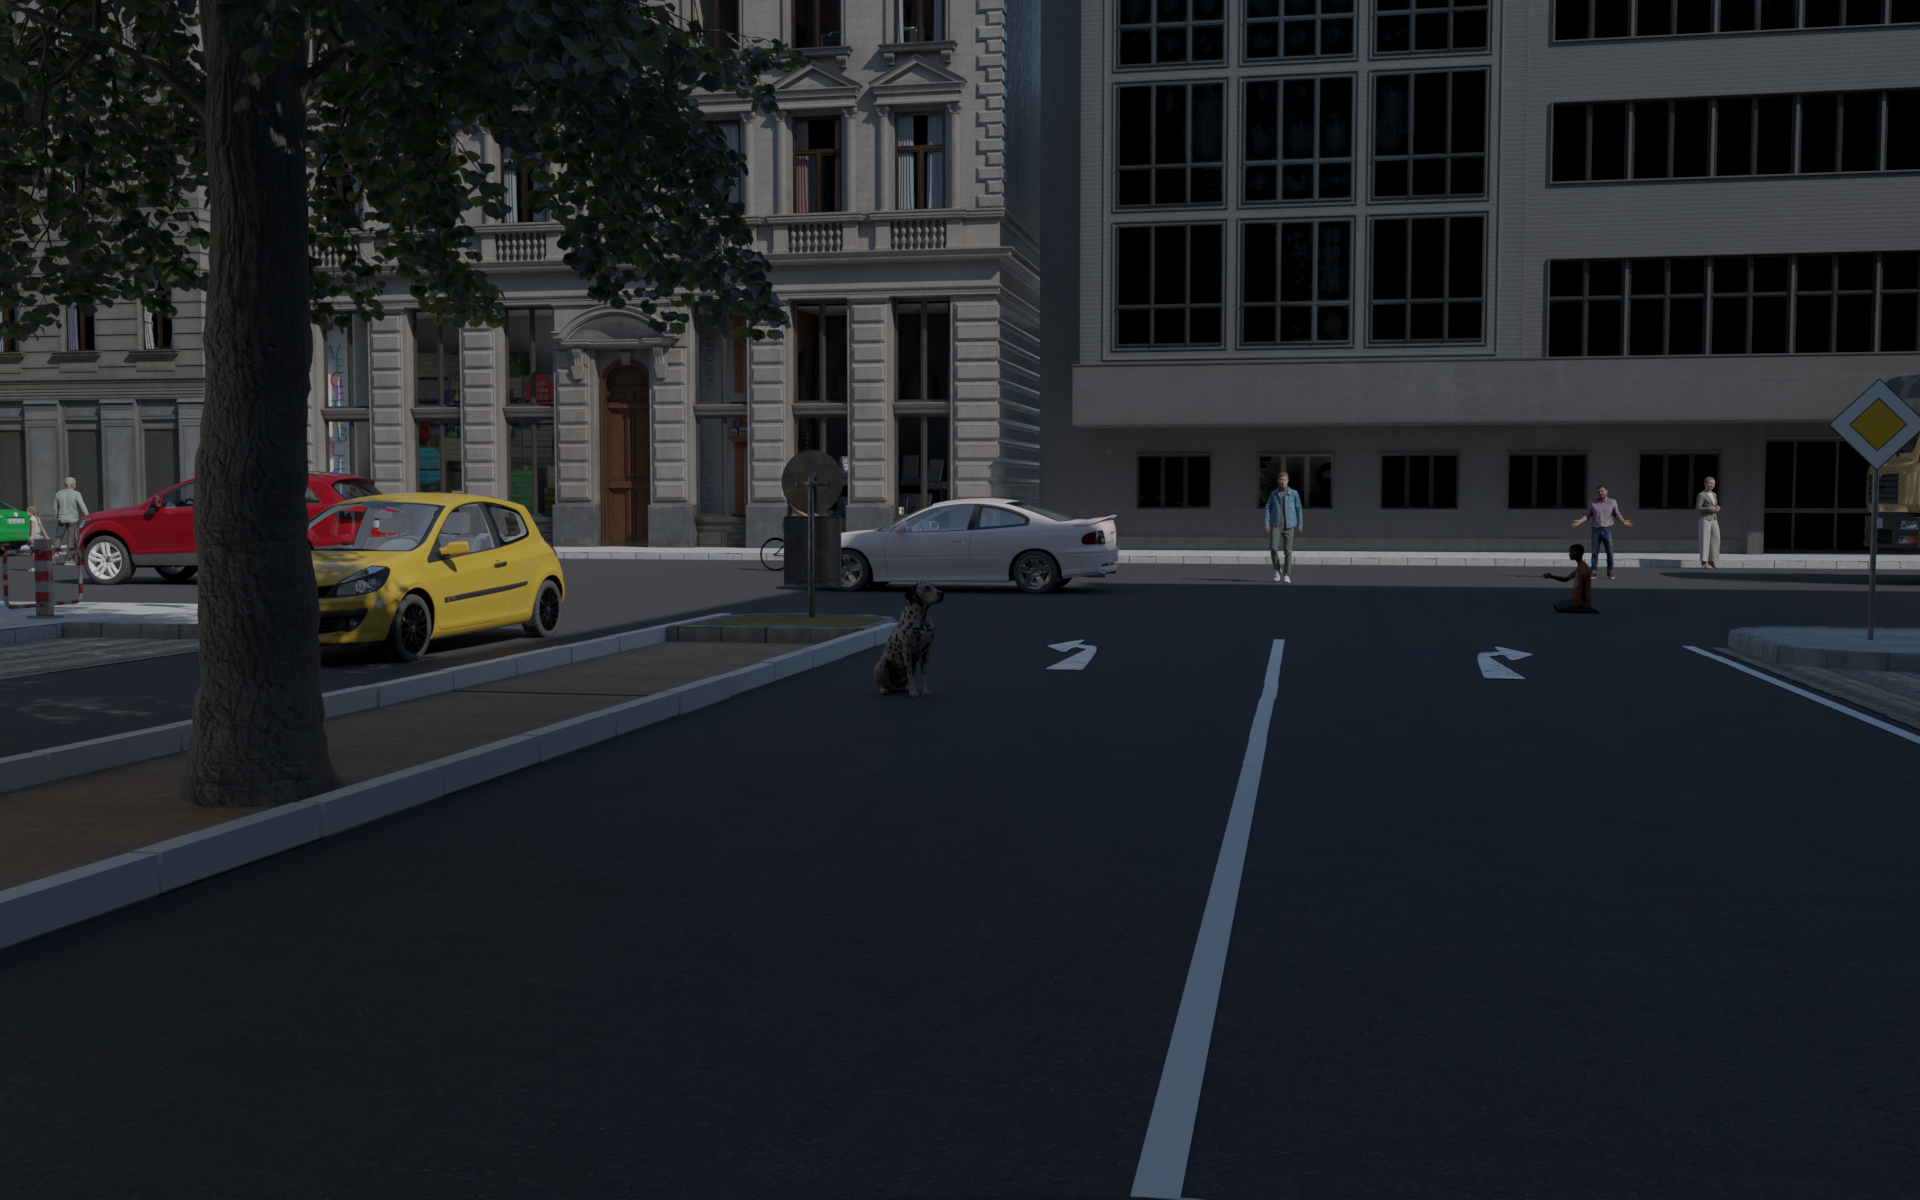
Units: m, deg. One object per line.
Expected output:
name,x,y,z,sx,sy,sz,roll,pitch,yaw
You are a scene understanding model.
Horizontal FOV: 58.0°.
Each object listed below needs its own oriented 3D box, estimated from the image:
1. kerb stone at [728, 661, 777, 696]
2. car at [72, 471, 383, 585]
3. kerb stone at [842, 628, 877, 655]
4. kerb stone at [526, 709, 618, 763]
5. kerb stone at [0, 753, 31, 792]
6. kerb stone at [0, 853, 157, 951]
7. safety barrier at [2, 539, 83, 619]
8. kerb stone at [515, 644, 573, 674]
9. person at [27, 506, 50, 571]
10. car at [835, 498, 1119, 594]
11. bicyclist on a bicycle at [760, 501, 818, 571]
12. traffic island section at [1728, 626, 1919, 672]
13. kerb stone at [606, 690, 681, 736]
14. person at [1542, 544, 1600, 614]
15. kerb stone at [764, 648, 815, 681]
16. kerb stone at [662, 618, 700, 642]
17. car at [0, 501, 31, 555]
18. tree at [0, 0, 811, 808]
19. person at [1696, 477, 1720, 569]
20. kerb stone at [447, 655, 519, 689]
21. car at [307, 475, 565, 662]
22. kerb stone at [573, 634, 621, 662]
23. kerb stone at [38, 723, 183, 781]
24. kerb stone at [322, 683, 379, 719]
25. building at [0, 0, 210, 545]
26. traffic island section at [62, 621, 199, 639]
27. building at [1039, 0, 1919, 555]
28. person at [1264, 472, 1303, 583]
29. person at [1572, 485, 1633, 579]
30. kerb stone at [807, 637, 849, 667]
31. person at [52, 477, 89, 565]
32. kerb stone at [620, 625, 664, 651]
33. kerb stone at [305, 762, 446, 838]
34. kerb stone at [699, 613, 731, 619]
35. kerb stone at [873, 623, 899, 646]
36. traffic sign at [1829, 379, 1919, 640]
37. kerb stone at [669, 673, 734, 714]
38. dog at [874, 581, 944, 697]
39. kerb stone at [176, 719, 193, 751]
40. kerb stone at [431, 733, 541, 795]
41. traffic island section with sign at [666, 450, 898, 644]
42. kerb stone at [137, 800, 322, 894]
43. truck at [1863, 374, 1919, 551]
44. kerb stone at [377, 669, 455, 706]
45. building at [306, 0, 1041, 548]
kerb stone,-1.576,0.588,12.750,0.120,0.150,1.000,1,4,11
car,-11.651,-1.175,27.885,5.304,1.827,2.281,1,4,10
kerb stone,-0.964,0.393,15.778,0.120,0.150,1.000,1,4,11
kerb stone,-2.190,0.762,9.733,0.120,0.150,1.000,1,4,11
kerb stone,-4.670,0.864,8.087,0.120,0.150,1.000,1,4,11
kerb stone,-3.016,1.009,5.697,0.120,0.150,1.000,1,4,11
safety barrier,-9.462,-0.221,17.890,0.300,0.817,1.120,1,4,11
kerb stone,-3.440,0.494,14.122,0.120,0.150,1.000,1,4,11
person,-17.116,-1.139,32.136,0.382,1.210,0.505,-1,4,-16
car,-0.039,-0.830,25.937,4.827,1.381,2.083,1,4,12
bicyclist on a bicycle,-2.936,-1.346,32.027,1.625,1.676,1.499,1,4,13
traffic island section,8.031,0.430,15.244,2.009,0.180,2.903,1,4,11
kerb stone,-1.985,0.703,10.736,0.120,0.150,1.000,1,4,11
person,7.391,-0.256,20.971,0.655,0.850,0.859,1,4,16
kerb stone,-1.369,0.517,13.758,0.120,0.150,1.000,1,4,11
kerb stone,-2.825,0.310,17.133,0.120,0.150,1.000,1,4,11
car,-23.798,-1.912,40.059,4.718,1.807,1.959,1,4,11
tree,-3.326,-6.041,7.883,9.857,13.997,8.962,0,3,0
person,14.399,-1.481,33.265,0.519,1.759,0.362,-2,4,-27
kerb stone,-3.642,0.557,13.118,0.120,0.150,1.000,1,4,11
car,-5.215,-0.361,16.131,2.015,1.641,3.980,1,4,13
kerb stone,-3.232,0.437,15.126,0.120,0.150,1.000,1,4,11
kerb stone,-4.469,0.803,9.093,0.120,0.150,1.000,1,4,11
kerb stone,-4.062,0.682,11.108,0.120,0.150,1.000,1,4,11
building,-26.193,-12.168,48.102,18.267,20.994,9.793,1,4,11
traffic island section,-7.686,0.234,18.447,2.009,0.180,2.903,1,4,11
building,17.529,-13.613,41.642,30.058,24.678,14.314,1,4,11
person,5.239,-1.176,28.076,0.601,1.785,0.444,1,4,16
person,10.838,-1.150,29.258,0.963,1.587,0.435,1,4,16
kerb stone,-1.161,0.454,14.773,0.120,0.150,1.000,1,4,11
person,-17.882,-1.584,34.890,0.782,1.767,0.515,0,4,-4
kerb stone,-3.024,0.371,16.128,0.120,0.150,1.000,1,4,11
kerb stone,-2.602,0.886,7.713,0.120,0.150,1.000,1,4,11
kerb stone,-2.618,0.248,18.142,0.120,0.150,1.000,1,4,11
kerb stone,-0.750,0.331,16.780,0.120,0.150,1.000,1,4,11
traffic sign,8.006,-0.705,15.172,0.795,2.450,0.064,1,4,11
kerb stone,-1.772,0.640,11.742,0.120,0.150,1.000,1,4,11
dog,-0.366,0.264,12.526,0.513,0.831,0.800,0,3,0
kerb stone,-4.262,0.740,10.096,0.120,0.150,1.000,1,4,11
kerb stone,-2.401,0.827,8.726,0.120,0.150,1.000,1,4,11
traffic island section with sign,-1.669,-0.570,17.462,2.006,1.907,1.989,1,4,11
kerb stone,-2.817,0.947,6.706,0.120,0.150,1.000,1,4,11
truck,18.816,-1.909,27.130,9.791,3.379,3.469,1,4,12
kerb stone,-3.845,0.623,12.109,0.120,0.150,1.000,1,4,11
building,-7.183,-13.255,45.604,19.941,23.489,11.050,1,4,11
